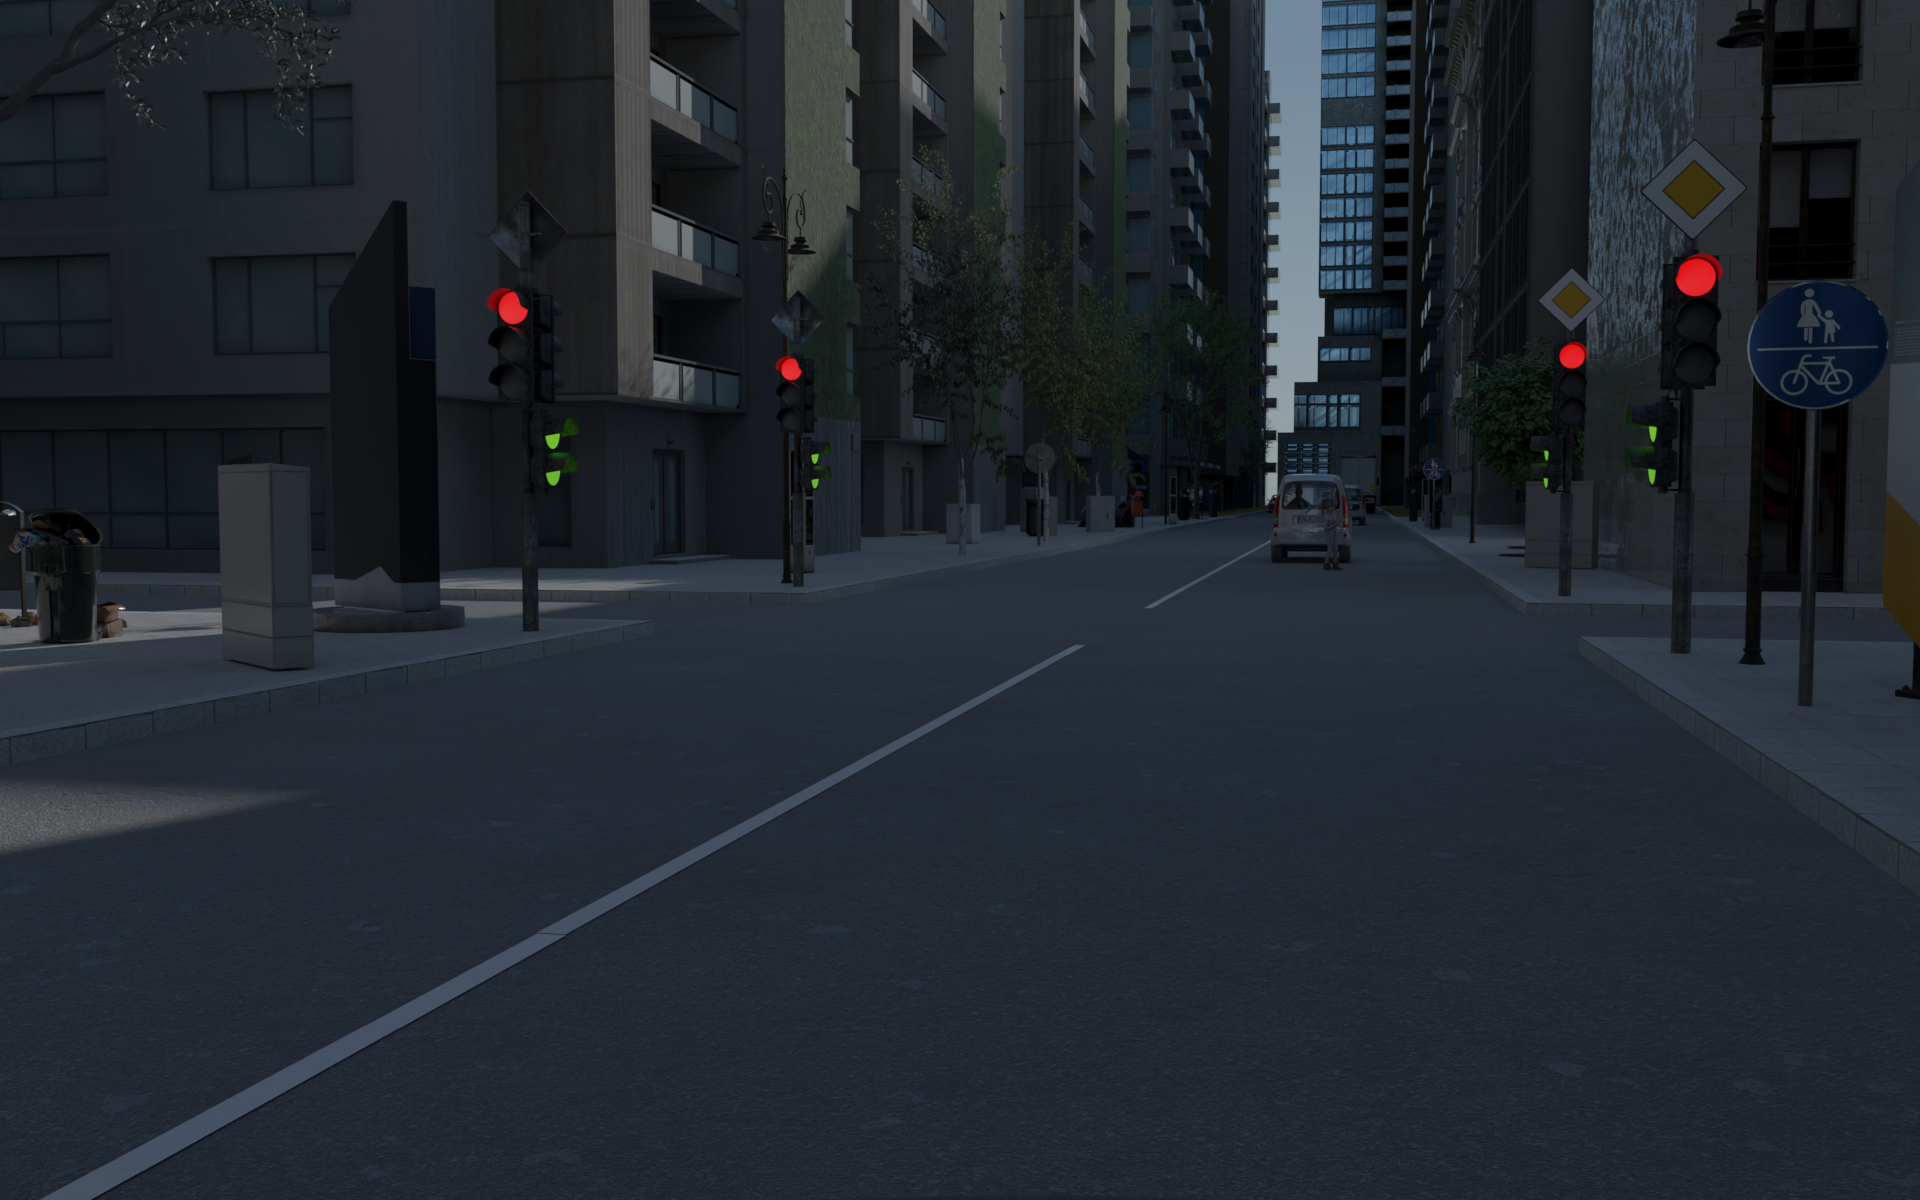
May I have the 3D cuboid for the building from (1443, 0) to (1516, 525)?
[{"bbox_3d":[30.275,-17.988,81.495,14.401,28.519,23.554,1,4,13],"label":"building"}]

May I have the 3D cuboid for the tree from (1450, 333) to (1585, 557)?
[{"bbox_3d":[11.789,-3.174,35.606,4.285,4.588,4.351,0,3,0],"label":"tree"}]

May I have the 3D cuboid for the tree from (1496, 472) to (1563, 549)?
[{"bbox_3d":[13.528,-2.815,40.621,1.663,3.219,1.824,0,3,0],"label":"tree"}]

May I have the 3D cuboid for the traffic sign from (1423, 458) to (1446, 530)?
[{"bbox_3d":[16.754,-3.737,61.200,0.768,2.556,0.104,1,4,19],"label":"traffic sign"}]

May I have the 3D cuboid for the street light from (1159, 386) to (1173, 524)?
[{"bbox_3d":[8.836,-6.202,74.191,0.468,5.910,1.993,1,4,13],"label":"street light"}]

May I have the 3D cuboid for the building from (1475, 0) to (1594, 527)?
[{"bbox_3d":[25.334,-16.144,57.455,14.314,27.812,24.014,1,4,13],"label":"building"}]

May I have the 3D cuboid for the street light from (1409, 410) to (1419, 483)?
[{"bbox_3d":[24.624,-7.420,94.103,0.468,5.910,1.993,1,4,13],"label":"street light"}]

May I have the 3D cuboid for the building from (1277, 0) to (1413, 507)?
[{"bbox_3d":[50.689,-53.392,185.623,31.000,86.520,22.319,1,4,13],"label":"building"}]

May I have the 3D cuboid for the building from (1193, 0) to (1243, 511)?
[{"bbox_3d":[14.582,-29.698,135.679,14.600,45.320,14.200,1,4,13],"label":"building"}]

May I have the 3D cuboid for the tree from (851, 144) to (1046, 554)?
[{"bbox_3d":[-0.040,-5.262,36.391,4.360,8.622,3.978,0,3,0],"label":"tree"}]

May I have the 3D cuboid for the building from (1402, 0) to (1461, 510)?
[{"bbox_3d":[44.834,-30.276,145.127,14.600,45.320,14.200,1,4,13],"label":"building"}]

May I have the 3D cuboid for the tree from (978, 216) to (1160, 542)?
[{"bbox_3d":[2.536,-5.869,46.322,4.737,8.622,4.395,0,3,0],"label":"tree"}]

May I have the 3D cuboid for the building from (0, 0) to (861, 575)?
[{"bbox_3d":[-10.591,-21.346,32.597,14.154,41.232,14.086,1,4,13],"label":"building"}]

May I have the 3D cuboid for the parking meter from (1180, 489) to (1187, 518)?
[{"bbox_3d":[11.667,-5.016,90.423,0.372,1.533,0.369,0,3,0],"label":"parking meter"}]

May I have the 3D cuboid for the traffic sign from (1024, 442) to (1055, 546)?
[{"bbox_3d":[1.949,-2.605,42.696,0.768,2.556,0.104,1,4,15],"label":"traffic sign"}]

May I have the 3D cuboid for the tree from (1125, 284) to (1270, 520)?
[{"bbox_3d":[11.854,-9.891,87.471,9.928,11.665,9.643,0,3,0],"label":"tree"}]

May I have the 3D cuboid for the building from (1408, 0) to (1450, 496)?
[{"bbox_3d":[44.510,-30.741,122.227,23.786,49.044,30.456,1,4,13],"label":"building"}]

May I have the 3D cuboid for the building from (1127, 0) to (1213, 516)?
[{"bbox_3d":[4.744,-30.259,114.337,23.786,49.044,30.456,1,4,13],"label":"building"}]

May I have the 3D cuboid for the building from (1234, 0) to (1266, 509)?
[{"bbox_3d":[17.488,-44.234,161.472,20.611,71.187,20.563,1,4,13],"label":"building"}]

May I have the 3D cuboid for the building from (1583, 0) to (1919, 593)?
[{"bbox_3d":[18.854,-10.435,25.361,16.860,20.320,10.420,1,4,13],"label":"building"}]

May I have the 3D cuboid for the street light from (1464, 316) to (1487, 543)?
[{"bbox_3d":[13.405,-4.426,45.158,0.468,5.910,1.993,1,4,13],"label":"street light"}]

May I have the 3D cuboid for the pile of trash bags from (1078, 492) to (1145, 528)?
[{"bbox_3d":[5.986,-3.444,66.066,1.912,1.369,3.447,-2,4,-27],"label":"pile of trash bags"}]

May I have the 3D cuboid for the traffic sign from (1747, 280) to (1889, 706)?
[{"bbox_3d":[5.125,-0.631,10.425,0.768,2.556,0.104,1,4,18],"label":"traffic sign"}]

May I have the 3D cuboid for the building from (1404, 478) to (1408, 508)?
[{"bbox_3d":[48.238,-29.074,158.956,14.154,41.232,14.086,1,4,13],"label":"building"}]

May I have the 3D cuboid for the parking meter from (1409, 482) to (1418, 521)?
[{"bbox_3d":[21.277,-4.623,81.303,0.399,1.863,0.255,2,4,26],"label":"parking meter"}]

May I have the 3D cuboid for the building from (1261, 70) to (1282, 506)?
[{"bbox_3d":[20.351,-35.119,193.800,30.456,49.044,23.786,1,4,13],"label":"building"}]

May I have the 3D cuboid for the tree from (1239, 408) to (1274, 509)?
[{"bbox_3d":[24.585,-11.934,145.482,4.360,8.622,3.978,0,3,0],"label":"tree"}]

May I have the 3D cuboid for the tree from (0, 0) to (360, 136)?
[{"bbox_3d":[-6.135,-6.058,9.427,12.009,13.543,11.850,0,3,0],"label":"tree"}]

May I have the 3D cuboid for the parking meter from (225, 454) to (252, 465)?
[{"bbox_3d":[-10.598,-1.207,25.450,0.399,1.863,0.255,-2,4,-25],"label":"parking meter"}]

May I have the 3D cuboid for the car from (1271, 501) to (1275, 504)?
[{"bbox_3d":[20.668,-5.914,109.062,2.083,1.381,4.827,1,4,11],"label":"car"}]

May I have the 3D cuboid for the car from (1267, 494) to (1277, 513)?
[{"bbox_3d":[24.675,-7.423,133.375,2.014,1.417,4.499,1,4,13],"label":"car"}]

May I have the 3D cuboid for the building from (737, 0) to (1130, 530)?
[{"bbox_3d":[-0.464,-23.970,75.512,14.154,41.232,14.086,1,4,13],"label":"building"}]

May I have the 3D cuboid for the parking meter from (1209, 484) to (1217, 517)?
[{"bbox_3d":[13.945,-5.495,95.553,0.255,1.863,0.399,-2,4,-33],"label":"parking meter"}]

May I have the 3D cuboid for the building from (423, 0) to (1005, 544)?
[{"bbox_3d":[-6.780,-22.676,54.340,14.154,41.232,14.086,1,4,13],"label":"building"}]
